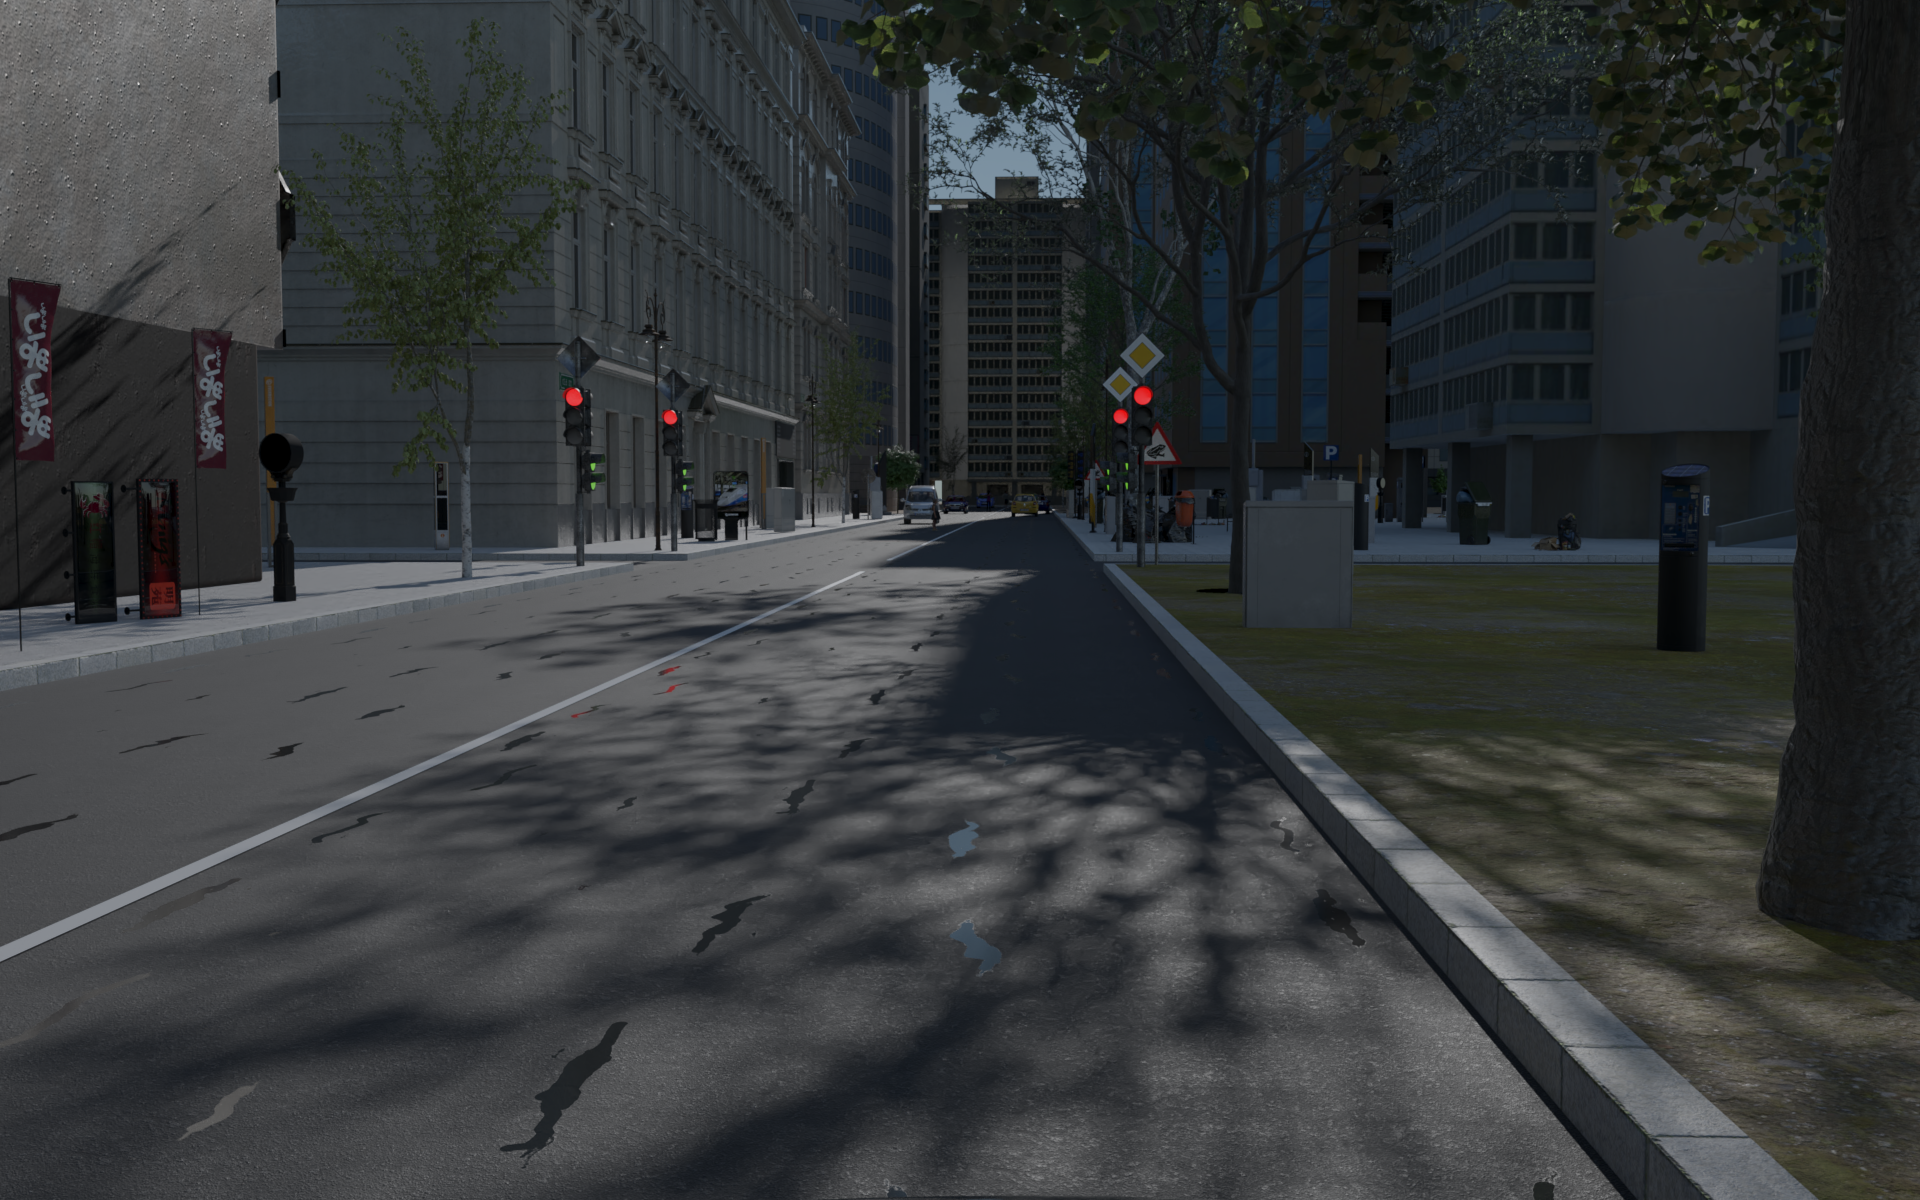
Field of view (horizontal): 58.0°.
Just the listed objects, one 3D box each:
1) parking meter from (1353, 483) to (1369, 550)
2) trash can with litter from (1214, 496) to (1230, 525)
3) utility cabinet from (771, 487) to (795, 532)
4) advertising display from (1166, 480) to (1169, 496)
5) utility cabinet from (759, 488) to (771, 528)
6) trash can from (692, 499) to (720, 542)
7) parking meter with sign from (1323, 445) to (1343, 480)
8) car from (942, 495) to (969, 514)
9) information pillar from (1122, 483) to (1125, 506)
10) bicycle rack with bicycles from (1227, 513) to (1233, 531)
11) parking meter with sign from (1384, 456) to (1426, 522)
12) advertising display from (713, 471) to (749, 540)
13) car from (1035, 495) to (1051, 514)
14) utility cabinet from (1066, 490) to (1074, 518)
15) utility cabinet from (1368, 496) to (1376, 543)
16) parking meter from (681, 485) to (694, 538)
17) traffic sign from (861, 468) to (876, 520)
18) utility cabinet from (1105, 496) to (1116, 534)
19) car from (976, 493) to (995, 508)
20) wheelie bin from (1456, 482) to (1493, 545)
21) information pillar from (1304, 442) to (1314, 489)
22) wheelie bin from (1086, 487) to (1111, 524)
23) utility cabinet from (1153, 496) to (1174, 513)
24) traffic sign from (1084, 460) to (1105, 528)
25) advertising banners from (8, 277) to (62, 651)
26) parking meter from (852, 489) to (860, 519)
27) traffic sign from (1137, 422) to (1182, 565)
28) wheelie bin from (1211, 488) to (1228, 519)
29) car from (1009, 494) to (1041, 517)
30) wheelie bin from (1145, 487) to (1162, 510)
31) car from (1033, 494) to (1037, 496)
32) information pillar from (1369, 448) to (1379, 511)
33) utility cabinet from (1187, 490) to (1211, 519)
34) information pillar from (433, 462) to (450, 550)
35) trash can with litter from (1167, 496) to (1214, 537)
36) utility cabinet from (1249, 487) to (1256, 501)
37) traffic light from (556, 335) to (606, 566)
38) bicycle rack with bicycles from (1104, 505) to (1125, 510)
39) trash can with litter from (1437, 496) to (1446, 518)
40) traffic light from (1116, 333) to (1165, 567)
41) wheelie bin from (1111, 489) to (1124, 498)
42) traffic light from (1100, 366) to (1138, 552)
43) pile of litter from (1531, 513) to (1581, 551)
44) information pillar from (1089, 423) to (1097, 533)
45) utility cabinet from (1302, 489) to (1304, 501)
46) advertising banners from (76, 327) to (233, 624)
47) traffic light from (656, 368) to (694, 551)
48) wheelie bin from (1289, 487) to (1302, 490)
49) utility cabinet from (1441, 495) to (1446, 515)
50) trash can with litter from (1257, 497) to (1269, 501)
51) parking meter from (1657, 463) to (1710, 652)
[{"bbox_3d":[9.148,-1.906,39.572,0.372,1.533,0.369,0,3,0],"label":"parking meter"},{"bbox_3d":[10.113,-3.704,71.615,2.233,1.210,1.678,2,4,27],"label":"trash can with litter"},{"bbox_3d":[-5.862,-3.013,57.948,0.318,1.500,1.173,1,4,16],"label":"utility cabinet"},{"bbox_3d":[9.517,-4.538,79.409,0.123,1.923,0.974,0,4,6],"label":"advertising display"},{"bbox_3d":[-6.908,-3.406,64.375,1.173,1.500,0.318,-3,5,-43],"label":"utility cabinet"},{"bbox_3d":[-6.879,-2.159,46.958,0.748,1.137,0.748,0,3,0],"label":"trash can"},{"bbox_3d":[13.530,-4.046,62.409,0.543,3.016,1.738,2,4,23],"label":"parking meter with sign"},{"bbox_3d":[-0.301,-6.948,126.176,1.945,1.354,3.894,0,4,2],"label":"car"},{"bbox_3d":[9.105,-5.703,97.731,0.304,2.012,0.304,2,4,31],"label":"information pillar"},{"bbox_3d":[10.616,-2.806,59.259,2.925,0.926,2.852,-3,4,-38],"label":"bicycle rack with bicycles"},{"bbox_3d":[20.332,-5.073,79.211,1.738,3.016,0.543,0,4,5],"label":"parking meter with sign"},{"bbox_3d":[-6.349,-2.621,48.063,0.974,1.923,0.123,-1,4,-17],"label":"advertising display"},{"bbox_3d":[5.574,-6.855,124.659,1.945,1.354,3.894,0,4,1],"label":"car"},{"bbox_3d":[5.890,-5.145,92.796,0.318,1.500,1.173,0,4,-3],"label":"utility cabinet"},{"bbox_3d":[10.563,-2.091,45.344,0.306,1.237,1.020,2,4,32],"label":"utility cabinet"},{"bbox_3d":[-7.946,-2.571,50.442,0.372,1.533,0.369,0,3,0],"label":"parking meter"},{"bbox_3d":[-4.501,-5.183,84.845,0.768,2.556,0.104,1,4,12],"label":"traffic sign"},{"bbox_3d":[4.835,-2.717,55.582,0.306,1.237,1.020,0,4,2],"label":"utility cabinet"},{"bbox_3d":[2.617,-10.260,177.336,1.945,1.707,3.694,0,4,4],"label":"car"},{"bbox_3d":[12.968,-2.195,43.798,0.980,1.594,0.693,-2,4,-31],"label":"wheelie bin"},{"bbox_3d":[15.619,-5.280,77.678,0.183,3.616,0.504,-3,5,-40],"label":"information pillar"},{"bbox_3d":[5.926,-4.107,75.054,0.980,1.594,0.693,1,4,9],"label":"wheelie bin"},{"bbox_3d":[6.573,-2.646,54.422,1.020,1.237,0.306,1,4,9],"label":"utility cabinet"},{"bbox_3d":[5.157,-4.015,65.647,0.884,2.594,0.081,1,4,10],"label":"traffic sign"},{"bbox_3d":[-7.809,-1.061,13.535,0.090,3.025,2.074,1,4,18],"label":"advertising banners"},{"bbox_3d":[-5.326,-4.915,88.769,0.372,1.533,0.369,0,3,0],"label":"parking meter"},{"bbox_3d":[3.556,-1.913,31.274,0.884,2.594,0.081,0,4,5],"label":"traffic sign"},{"bbox_3d":[13.370,-4.967,89.118,0.980,1.594,0.693,-2,4,-24],"label":"wheelie bin"},{"bbox_3d":[4.149,-6.137,110.571,2.015,1.641,3.980,0,4,3],"label":"car"},{"bbox_3d":[8.358,-4.101,74.964,0.693,1.594,0.980,2,4,24],"label":"wheelie bin"},{"bbox_3d":[6.899,-9.872,170.203,1.959,1.807,4.718,0,4,3],"label":"car"},{"bbox_3d":[20.900,-5.880,87.497,0.504,3.616,0.183,-1,4,-18],"label":"information pillar"},{"bbox_3d":[12.095,-4.825,87.570,1.173,1.500,0.318,2,4,27],"label":"utility cabinet"},{"bbox_3d":[-11.858,-2.146,39.582,0.304,2.012,0.304,-2,4,-25],"label":"information pillar"},{"bbox_3d":[6.370,-2.506,52.026,1.678,1.210,2.233,-1,4,-12],"label":"trash can with litter"},{"bbox_3d":[9.039,-2.764,53.872,0.318,1.500,1.173,0,4,7],"label":"utility cabinet"},{"bbox_3d":[-6.744,-2.557,30.731,0.839,4.253,0.868,0,4,3],"label":"traffic light"},{"bbox_3d":[9.254,-4.882,93.204,2.852,0.926,2.925,-1,4,-14],"label":"bicycle rack with bicycles"},{"bbox_3d":[27.033,-5.111,94.624,2.233,1.210,1.678,0,4,2],"label":"trash can with litter"},{"bbox_3d":[3.158,-2.531,30.307,0.839,4.253,0.868,0,4,3],"label":"traffic light"},{"bbox_3d":[6.978,-4.295,78.124,0.980,1.594,0.693,-3,5,-41],"label":"wheelie bin"},{"bbox_3d":[3.514,-3.019,38.284,0.839,4.253,0.868,0,4,3],"label":"traffic light"},{"bbox_3d":[13.672,-1.578,39.759,1.176,0.858,1.719,3,5,44],"label":"pile of litter"},{"bbox_3d":[4.394,-4.034,57.316,0.183,3.616,0.504,1,4,15],"label":"information pillar"},{"bbox_3d":[14.237,-3.699,69.164,1.173,1.500,0.318,3,4,36],"label":"utility cabinet"},{"bbox_3d":[-8.269,-1.320,17.774,0.090,3.025,2.074,2,4,26],"label":"advertising banners"},{"bbox_3d":[-6.388,-3.045,38.708,0.839,4.253,0.868,0,4,3],"label":"traffic light"},{"bbox_3d":[14.650,-4.158,75.884,0.980,1.594,0.693,-2,4,-31],"label":"wheelie bin"},{"bbox_3d":[29.849,-5.811,106.165,0.306,1.237,1.020,3,5,39],"label":"utility cabinet"},{"bbox_3d":[13.041,-3.856,74.433,0.624,1.170,1.055,1,4,14],"label":"trash can with litter"},{"bbox_3d":[5.935,-0.355,14.213,0.372,1.533,0.369,0,3,0],"label":"parking meter"}]
